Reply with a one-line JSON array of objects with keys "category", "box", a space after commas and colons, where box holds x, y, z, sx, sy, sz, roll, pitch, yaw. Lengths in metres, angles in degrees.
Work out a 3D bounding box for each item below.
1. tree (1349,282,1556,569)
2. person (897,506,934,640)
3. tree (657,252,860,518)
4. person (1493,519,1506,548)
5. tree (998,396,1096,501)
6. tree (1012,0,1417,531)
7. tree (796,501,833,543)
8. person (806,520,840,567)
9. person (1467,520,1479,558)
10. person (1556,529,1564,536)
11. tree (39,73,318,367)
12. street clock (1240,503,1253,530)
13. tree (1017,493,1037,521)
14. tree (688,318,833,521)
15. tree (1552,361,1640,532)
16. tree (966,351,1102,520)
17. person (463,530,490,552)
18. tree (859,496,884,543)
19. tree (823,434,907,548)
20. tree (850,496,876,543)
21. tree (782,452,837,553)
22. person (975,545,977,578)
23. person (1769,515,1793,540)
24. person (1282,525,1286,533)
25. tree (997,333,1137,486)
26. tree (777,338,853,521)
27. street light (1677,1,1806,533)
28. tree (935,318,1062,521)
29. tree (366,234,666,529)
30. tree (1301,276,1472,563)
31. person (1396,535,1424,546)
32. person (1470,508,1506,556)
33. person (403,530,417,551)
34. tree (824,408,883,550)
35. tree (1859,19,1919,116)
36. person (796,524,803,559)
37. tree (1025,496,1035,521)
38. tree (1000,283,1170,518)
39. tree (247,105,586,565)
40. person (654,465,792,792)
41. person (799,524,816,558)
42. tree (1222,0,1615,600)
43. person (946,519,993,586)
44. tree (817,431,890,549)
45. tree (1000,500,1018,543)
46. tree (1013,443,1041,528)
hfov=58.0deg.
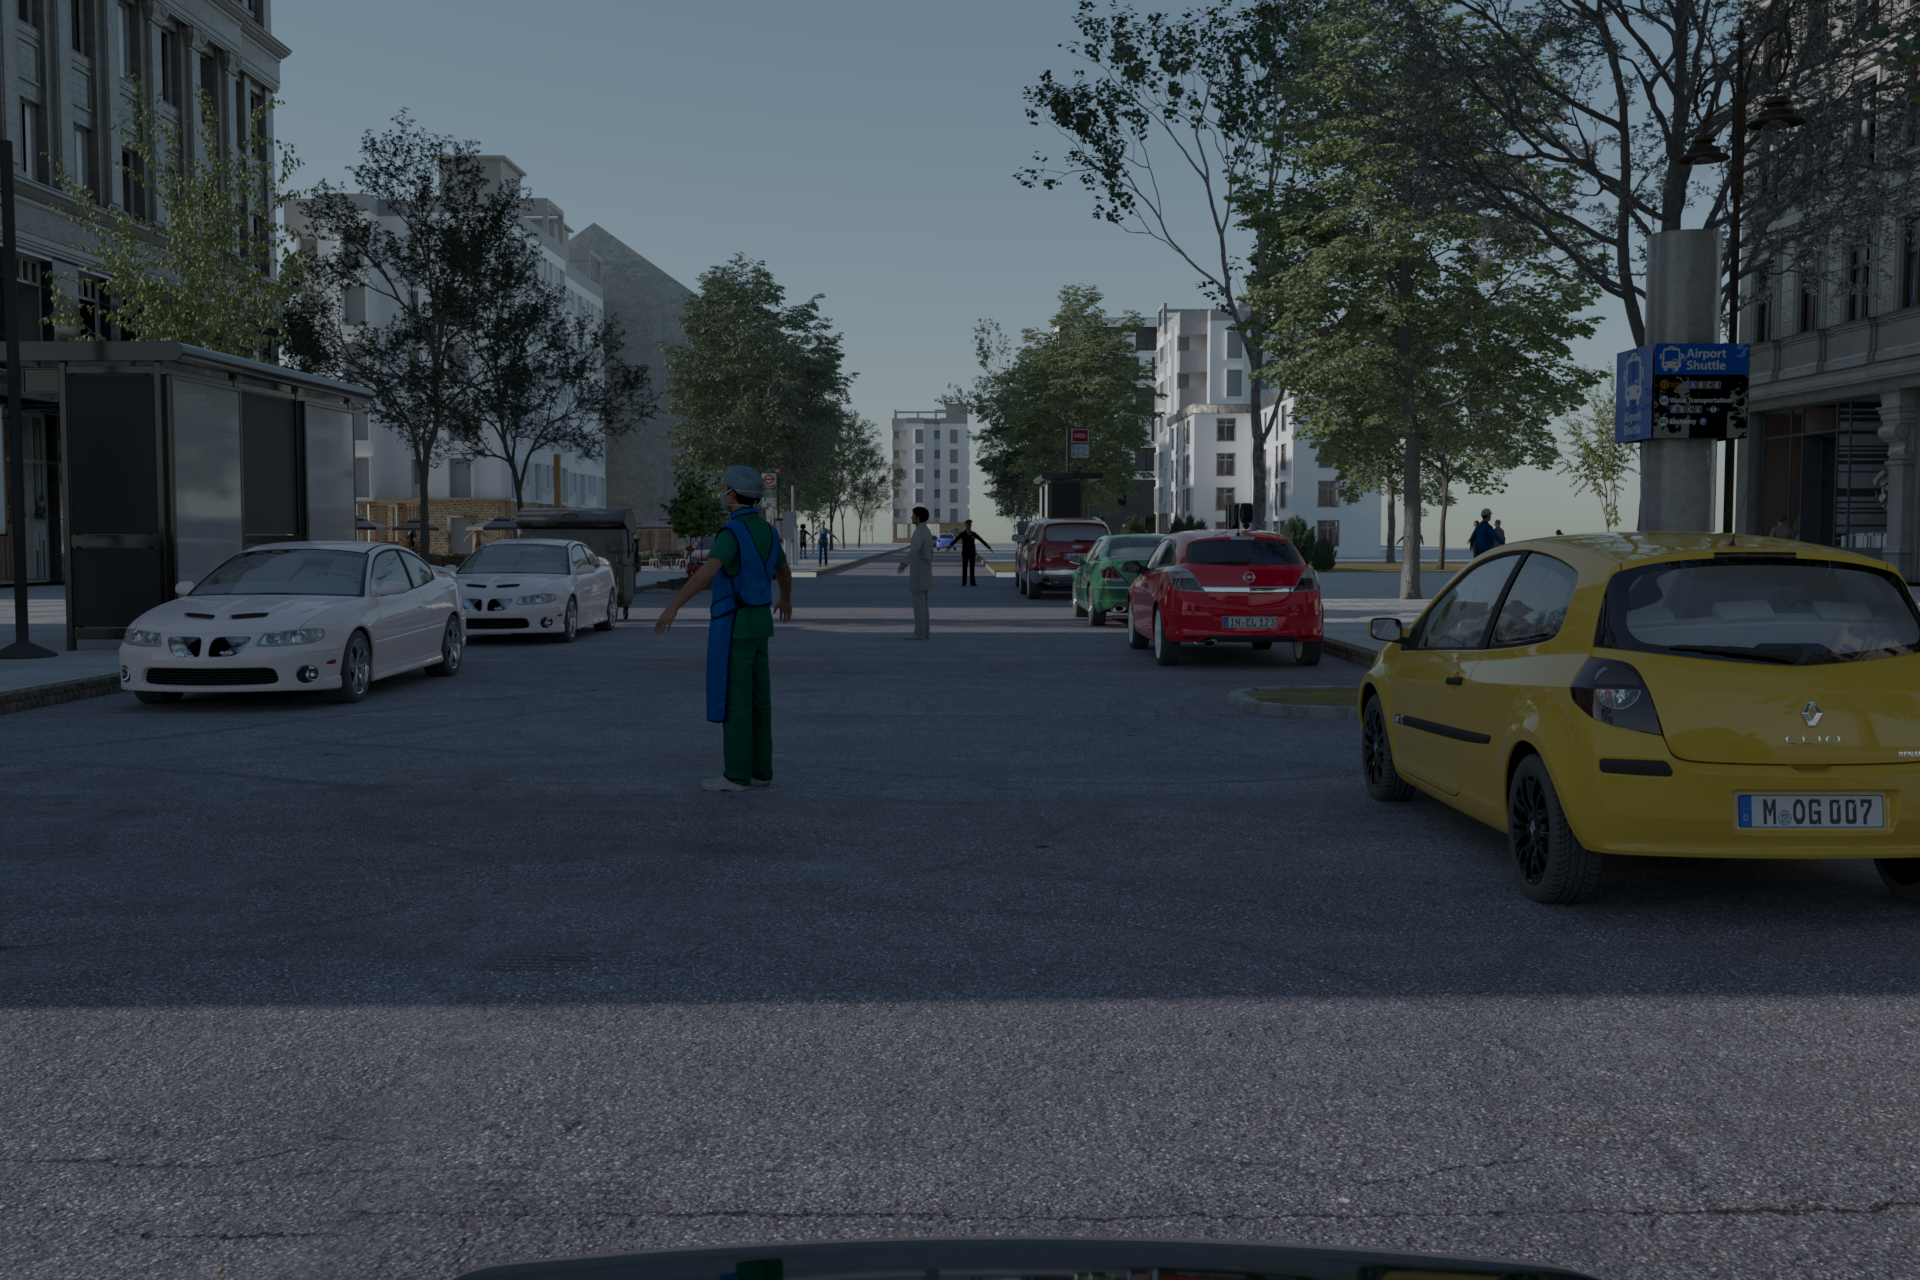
[{"category": "tree", "box": [17.736, -7.826, 62.367, 7.601, 10.594, 8.767, 0, 4, -2]}, {"category": "person", "box": [-0.569, -0.917, 23.631, 0.705, 1.806, 1.347, 1, 4, 14]}, {"category": "tree", "box": [-9.127, -10.504, 78.399, 9.857, 13.997, 8.962, 0, 3, 0]}, {"category": "person", "box": [17.458, -3.051, 56.473, 0.990, 1.755, 0.434, -2, 4, -35]}, {"category": "tree", "box": [5.429, -10.304, 102.886, 7.601, 10.594, 8.767, -3, 4, -39]}, {"category": "tree", "box": [7.633, -11.773, 48.381, 12.611, 20.169, 13.585, 0, 3, 0]}, {"category": "tree", "box": [-21.411, -19.561, 254.237, 7.601, 10.594, 8.767, 0, 4, 5]}, {"category": "person", "box": [-5.408, -3.827, 68.432, 1.347, 1.847, 0.705, 0, 4, -7]}, {"category": "person", "box": [19.694, -3.665, 66.142, 0.704, 1.802, 1.346, 3, 4, 36]}, {"category": "person", "box": [19.027, -2.776, 54.661, 0.421, 1.427, 0.697, -1, 4, -15]}, {"category": "tree", "box": [-12.108, -4.727, 27.656, 4.737, 8.622, 4.395, 0, 3, 0]}, {"category": "street clock", "box": [6.669, -2.190, 40.371, 0.358, 2.002, 0.471, 0, 4, -1]}, {"category": "tree", "box": [5.694, -11.755, 142.556, 4.737, 8.622, 4.395, 0, 3, 0]}, {"category": "tree", "box": [-10.550, -10.448, 88.958, 7.486, 12.596, 7.792, 0, 3, 0]}, {"category": "tree", "box": [27.189, -7.503, 73.044, 4.737, 8.622, 4.395, 0, 3, 0]}, {"category": "tree", "box": [5.492, -12.893, 117.455, 9.857, 13.997, 8.962, 0, 3, 0]}, {"category": "person", "box": [-21.301, -4.256, 76.396, 1.217, 1.733, 0.721, -2, 4, -35]}, {"category": "tree", "box": [-12.697, -18.650, 255.295, 4.360, 8.622, 3.978, 0, 3, 0]}, {"category": "tree", "box": [-9.349, -13.893, 161.555, 8.767, 10.594, 7.601, -2, 4, -27]}, {"category": "tree", "box": [-13.255, -18.233, 248.473, 4.360, 8.622, 3.978, 0, 3, 0]}, {"category": "tree", "box": [-10.094, -10.189, 116.950, 4.737, 8.622, 4.395, 0, 3, 0]}, {"category": "person", "box": [0.487, -2.738, 56.484, 0.599, 1.433, 0.991, 0, 4, -3]}, {"category": "person", "box": [20.771, -2.283, 43.896, 0.617, 1.759, 0.750, 1, 4, 19]}, {"category": "person", "box": [17.358, -5.247, 91.913, 0.705, 1.813, 1.348, -3, 4, -38]}, {"category": "tree", "box": [5.495, -9.959, 88.577, 9.928, 11.665, 9.643, 0, 3, 0]}, {"category": "tree", "box": [-9.886, -11.107, 99.719, 7.486, 12.596, 7.792, 0, 3, 0]}, {"category": "street light", "box": [7.021, -2.627, 15.738, 0.468, 5.910, 1.993, 0, 4, -1]}, {"category": "tree", "box": [4.119, -18.199, 153.446, 12.611, 20.169, 13.585, 0, 3, 0]}, {"category": "tree", "box": [-12.953, -7.141, 51.173, 8.767, 10.594, 7.601, -2, 4, -24]}, {"category": "tree", "box": [18.642, -9.675, 76.311, 7.486, 12.596, 7.792, 0, 3, 0]}, {"category": "person", "box": [14.443, -2.984, 55.547, 0.721, 1.744, 1.215, -2, 4, -29]}, {"category": "person", "box": [11.499, -1.954, 37.820, 0.705, 1.842, 1.347, -1, 4, -19]}, {"category": "person", "box": [-24.475, -4.304, 77.084, 0.721, 1.740, 1.216, -3, 5, -40]}, {"category": "tree", "box": [-10.212, -13.061, 139.296, 9.928, 11.665, 9.643, 0, 3, 0]}, {"category": "tree", "box": [8.946, -6.231, 8.527, 9.857, 13.997, 8.962, 0, 3, 0]}, {"category": "person", "box": [-8.296, -4.997, 87.970, 0.705, 1.796, 1.348, -1, 4, -22]}, {"category": "tree", "box": [10.620, -18.693, 255.988, 4.360, 8.622, 3.978, 0, 3, 0]}, {"category": "tree", "box": [5.676, -9.857, 79.294, 7.486, 12.596, 7.792, 0, 3, 0]}, {"category": "tree", "box": [-12.306, -6.387, 38.835, 8.767, 10.594, 7.601, 1, 4, 17]}, {"category": "person", "box": [-1.250, -0.072, 9.759, 0.704, 1.817, 1.347, 2, 4, 24]}, {"category": "person", "box": [-8.261, -5.210, 91.323, 1.345, 1.843, 0.704, 1, 4, 10]}, {"category": "tree", "box": [8.550, -7.090, 34.055, 7.486, 12.596, 7.792, 0, 3, 0]}, {"category": "person", "box": [0.246, -2.401, 47.656, 1.347, 1.837, 0.705, -1, 4, -12]}, {"category": "tree", "box": [-10.100, -13.271, 151.385, 8.767, 10.594, 7.601, 0, 4, 6]}, {"category": "tree", "box": [8.217, -18.383, 250.921, 4.360, 8.622, 3.978, 0, 3, 0]}, {"category": "tree", "box": [5.291, -10.898, 128.546, 4.737, 8.622, 4.395, 0, 3, 0]}]
